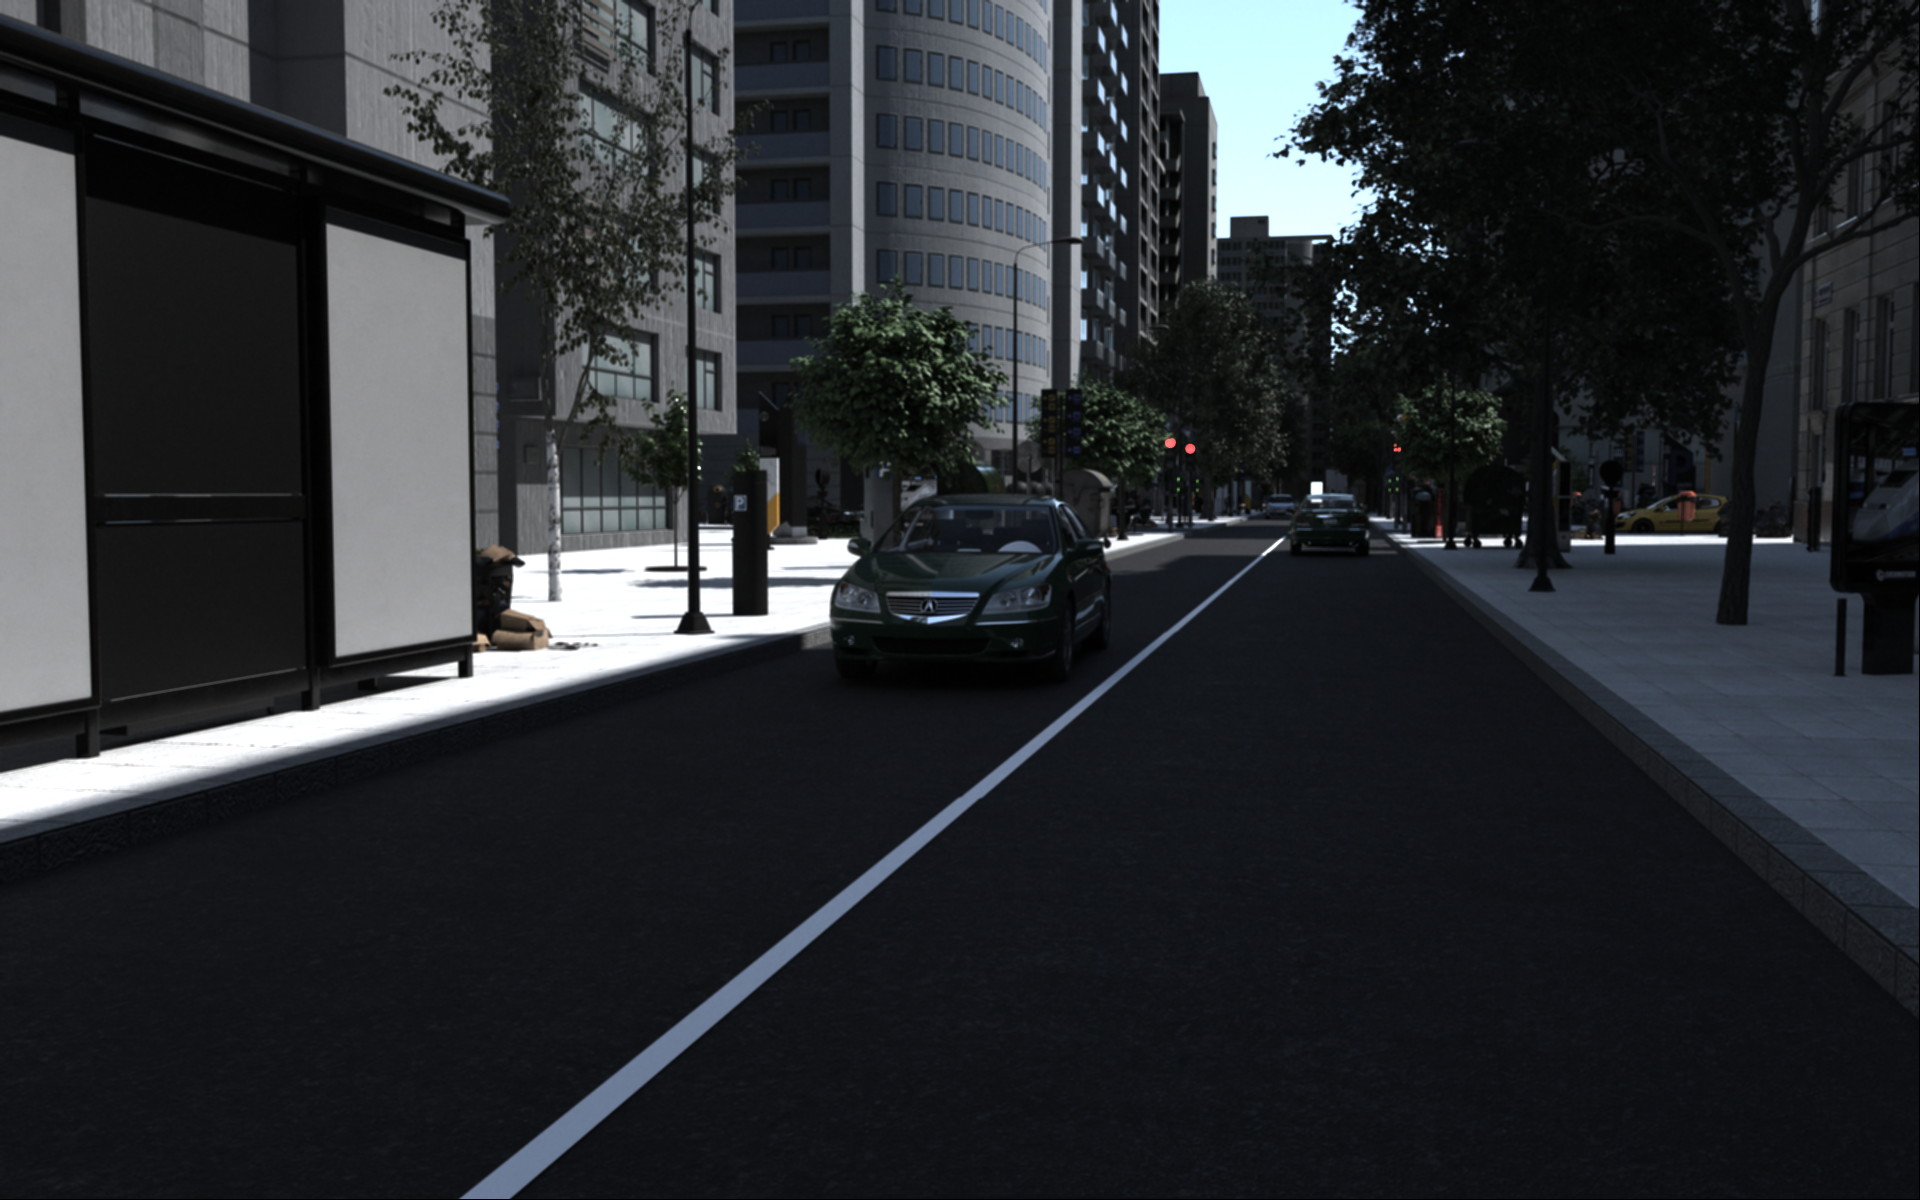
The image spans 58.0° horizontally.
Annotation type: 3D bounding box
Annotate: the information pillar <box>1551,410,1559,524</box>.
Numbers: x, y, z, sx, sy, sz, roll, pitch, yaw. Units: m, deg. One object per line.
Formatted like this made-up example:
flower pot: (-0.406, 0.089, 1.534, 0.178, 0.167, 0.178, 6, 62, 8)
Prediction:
information pillar: (14.684, -3.169, 43.160, 0.504, 3.616, 0.183, -2, 4, -26)

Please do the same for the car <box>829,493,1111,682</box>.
car: (0.226, -0.187, 14.853, 2.131, 1.459, 4.920, 1, 4, 11)

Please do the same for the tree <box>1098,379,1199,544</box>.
tree: (3.294, -3.759, 45.175, 4.285, 4.588, 4.351, 0, 3, 0)

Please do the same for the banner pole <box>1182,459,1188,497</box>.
banner pole: (14.265, -7.304, 109.438, 0.863, 3.779, 0.401, -1, 4, -22)

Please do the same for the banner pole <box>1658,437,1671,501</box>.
banner pole: (29.984, -5.125, 73.808, 0.863, 3.779, 0.401, -2, 4, -26)

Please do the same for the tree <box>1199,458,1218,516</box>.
tree: (5.104, -4.304, 54.084, 4.285, 4.588, 4.351, 0, 3, 0)

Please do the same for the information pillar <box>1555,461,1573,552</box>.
information pillar: (13.317, -2.062, 38.206, 0.304, 2.012, 0.304, 1, 4, 13)

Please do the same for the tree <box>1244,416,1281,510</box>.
tree: (23.685, -11.506, 138.492, 4.737, 8.622, 4.395, 0, 3, 0)

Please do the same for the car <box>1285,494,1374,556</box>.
car: (8.915, -1.835, 41.804, 2.131, 1.459, 4.920, 1, 4, 11)

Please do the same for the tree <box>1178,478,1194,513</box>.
tree: (15.491, -7.617, 119.134, 1.663, 3.219, 1.824, 0, 3, 0)

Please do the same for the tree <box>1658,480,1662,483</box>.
tree: (43.566, -6.759, 105.114, 1.663, 3.219, 1.824, 0, 3, 0)

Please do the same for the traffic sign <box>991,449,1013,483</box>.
traffic sign: (0.981, -2.260, 39.073, 0.606, 2.300, 0.079, 1, 4, 20)

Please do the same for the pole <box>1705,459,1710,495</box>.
pole: (29.273, -4.526, 67.849, 0.158, 3.312, 0.155, 0, 3, 0)

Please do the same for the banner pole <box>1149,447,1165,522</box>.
banner pole: (9.208, -5.533, 80.483, 0.863, 3.779, 0.401, 2, 4, 26)

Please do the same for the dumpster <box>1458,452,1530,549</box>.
dumpster: (12.657, -2.363, 41.126, 1.502, 2.255, 1.985, 1, 4, 12)

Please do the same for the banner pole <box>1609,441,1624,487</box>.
banner pole: (30.132, -5.488, 79.750, 0.863, 3.779, 0.401, 3, 5, 43)

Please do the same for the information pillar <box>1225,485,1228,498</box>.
information pillar: (17.012, -7.253, 109.940, 0.504, 3.616, 0.183, 3, 4, 38)

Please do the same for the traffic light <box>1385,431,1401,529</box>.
traffic light: (16.056, -4.574, 63.698, 0.839, 4.253, 0.868, 1, 4, 12)

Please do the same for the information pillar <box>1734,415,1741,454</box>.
information pillar: (21.130, -3.397, 46.901, 0.504, 3.616, 0.183, -2, 4, -31)

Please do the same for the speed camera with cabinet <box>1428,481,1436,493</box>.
speed camera with cabinet: (20.296, -4.905, 74.526, 0.660, 3.252, 2.038, 0, 4, 5)

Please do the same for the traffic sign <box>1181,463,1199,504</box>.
traffic sign: (9.151, -4.222, 69.131, 0.768, 2.556, 0.104, 1, 4, 17)

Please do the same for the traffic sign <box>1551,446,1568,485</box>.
traffic sign: (14.151, -2.463, 41.460, 0.795, 2.450, 0.064, 1, 4, 20)

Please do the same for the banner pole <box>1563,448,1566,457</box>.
banner pole: (32.538, -6.325, 93.438, 0.401, 3.779, 0.863, 2, 4, 26)

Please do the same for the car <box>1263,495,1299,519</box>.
car: (18.445, -5.357, 99.592, 2.014, 1.417, 4.499, 1, 4, 10)

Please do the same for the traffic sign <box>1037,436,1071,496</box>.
traffic sign: (2.056, -2.316, 37.970, 0.768, 2.556, 0.104, 1, 4, 18)

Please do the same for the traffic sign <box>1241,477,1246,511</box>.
traffic sign: (21.055, -7.805, 127.713, 0.768, 2.556, 0.104, 1, 4, 19)

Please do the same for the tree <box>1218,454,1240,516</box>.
tree: (14.702, -7.170, 100.945, 4.285, 4.588, 4.351, 0, 3, 0)

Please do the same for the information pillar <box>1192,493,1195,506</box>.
information pillar: (17.284, -8.436, 129.290, 0.504, 3.616, 0.183, 1, 4, 14)

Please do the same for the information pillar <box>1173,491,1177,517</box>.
information pillar: (12.157, -5.745, 98.416, 0.304, 2.012, 0.304, -1, 4, -18)

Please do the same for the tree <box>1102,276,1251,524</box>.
tree: (9.270, -8.560, 74.364, 7.601, 10.594, 8.767, 3, 5, 42)

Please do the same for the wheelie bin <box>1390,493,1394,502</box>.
wheelie bin: (27.688, -6.258, 110.219, 0.980, 1.594, 0.693, -3, 5, -42)

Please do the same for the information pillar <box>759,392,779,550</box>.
information pillar: (-4.393, -2.961, 39.763, 0.504, 3.616, 0.183, 2, 4, 24)

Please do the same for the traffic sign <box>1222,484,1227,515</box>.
traffic sign: (15.794, -6.356, 104.033, 0.768, 2.556, 0.104, 1, 4, 22)

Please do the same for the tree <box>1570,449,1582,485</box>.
tree: (34.159, -7.118, 100.101, 4.285, 4.588, 4.351, 0, 3, 0)

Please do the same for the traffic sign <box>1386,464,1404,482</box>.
traffic sign: (17.703, -4.296, 70.353, 0.768, 2.556, 0.104, 1, 4, 15)

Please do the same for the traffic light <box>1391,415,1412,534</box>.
traffic light: (14.360, -4.096, 55.895, 0.839, 4.253, 0.868, 1, 4, 12)

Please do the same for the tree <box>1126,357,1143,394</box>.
tree: (12.726, -10.535, 89.249, 9.611, 12.733, 9.660, 0, 3, 0)

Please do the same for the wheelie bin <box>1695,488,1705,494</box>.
wheelie bin: (38.187, -5.000, 89.651, 0.980, 1.594, 0.693, 3, 4, 36)

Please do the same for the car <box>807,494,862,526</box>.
car: (-5.661, -3.362, 64.757, 4.222, 1.686, 2.009, 1, 4, 11)

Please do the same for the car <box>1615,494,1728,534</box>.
car: (24.198, -2.951, 58.471, 3.980, 1.641, 2.015, 1, 4, 13)

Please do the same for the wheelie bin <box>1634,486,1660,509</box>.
wheelie bin: (27.540, -3.757, 69.342, 0.980, 1.594, 0.693, 0, 4, -7)

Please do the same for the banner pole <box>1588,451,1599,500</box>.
banner pole: (36.924, -6.785, 100.951, 0.401, 3.779, 0.863, -2, 4, -33)

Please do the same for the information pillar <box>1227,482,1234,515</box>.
information pillar: (16.549, -6.204, 105.925, 0.304, 2.012, 0.304, 2, 4, 24)

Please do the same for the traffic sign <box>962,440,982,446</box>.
traffic sign: (0.194, -2.435, 39.912, 0.768, 2.556, 0.104, 1, 4, 16)

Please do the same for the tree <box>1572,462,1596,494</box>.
tree: (37.445, -6.739, 104.776, 1.663, 3.219, 1.824, 0, 3, 0)

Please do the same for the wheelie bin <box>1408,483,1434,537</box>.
wheelie bin: (13.729, -2.659, 51.389, 0.693, 1.594, 0.980, -1, 4, -13)

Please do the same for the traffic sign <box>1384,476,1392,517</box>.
traffic sign: (22.929, -5.622, 92.022, 0.768, 2.556, 0.104, 1, 4, 17)

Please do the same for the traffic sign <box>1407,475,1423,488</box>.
traffic sign: (17.270, -4.008, 65.539, 0.884, 2.594, 0.081, 1, 4, 16)

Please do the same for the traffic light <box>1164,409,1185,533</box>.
traffic light: (7.016, -4.193, 57.469, 0.839, 4.253, 0.868, 1, 4, 12)

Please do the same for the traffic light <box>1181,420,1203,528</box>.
traffic light: (8.712, -4.670, 65.272, 0.839, 4.253, 0.868, 1, 4, 12)

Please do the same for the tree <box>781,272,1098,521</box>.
tree: (-0.906, -2.564, 25.638, 4.285, 4.588, 4.351, 0, 3, 0)

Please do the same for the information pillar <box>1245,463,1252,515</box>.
information pillar: (17.851, -7.087, 107.231, 0.504, 3.616, 0.183, -3, 5, -41)

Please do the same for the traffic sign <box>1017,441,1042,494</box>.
traffic sign: (1.630, -2.519, 41.298, 0.768, 2.556, 0.104, 1, 4, 20)
